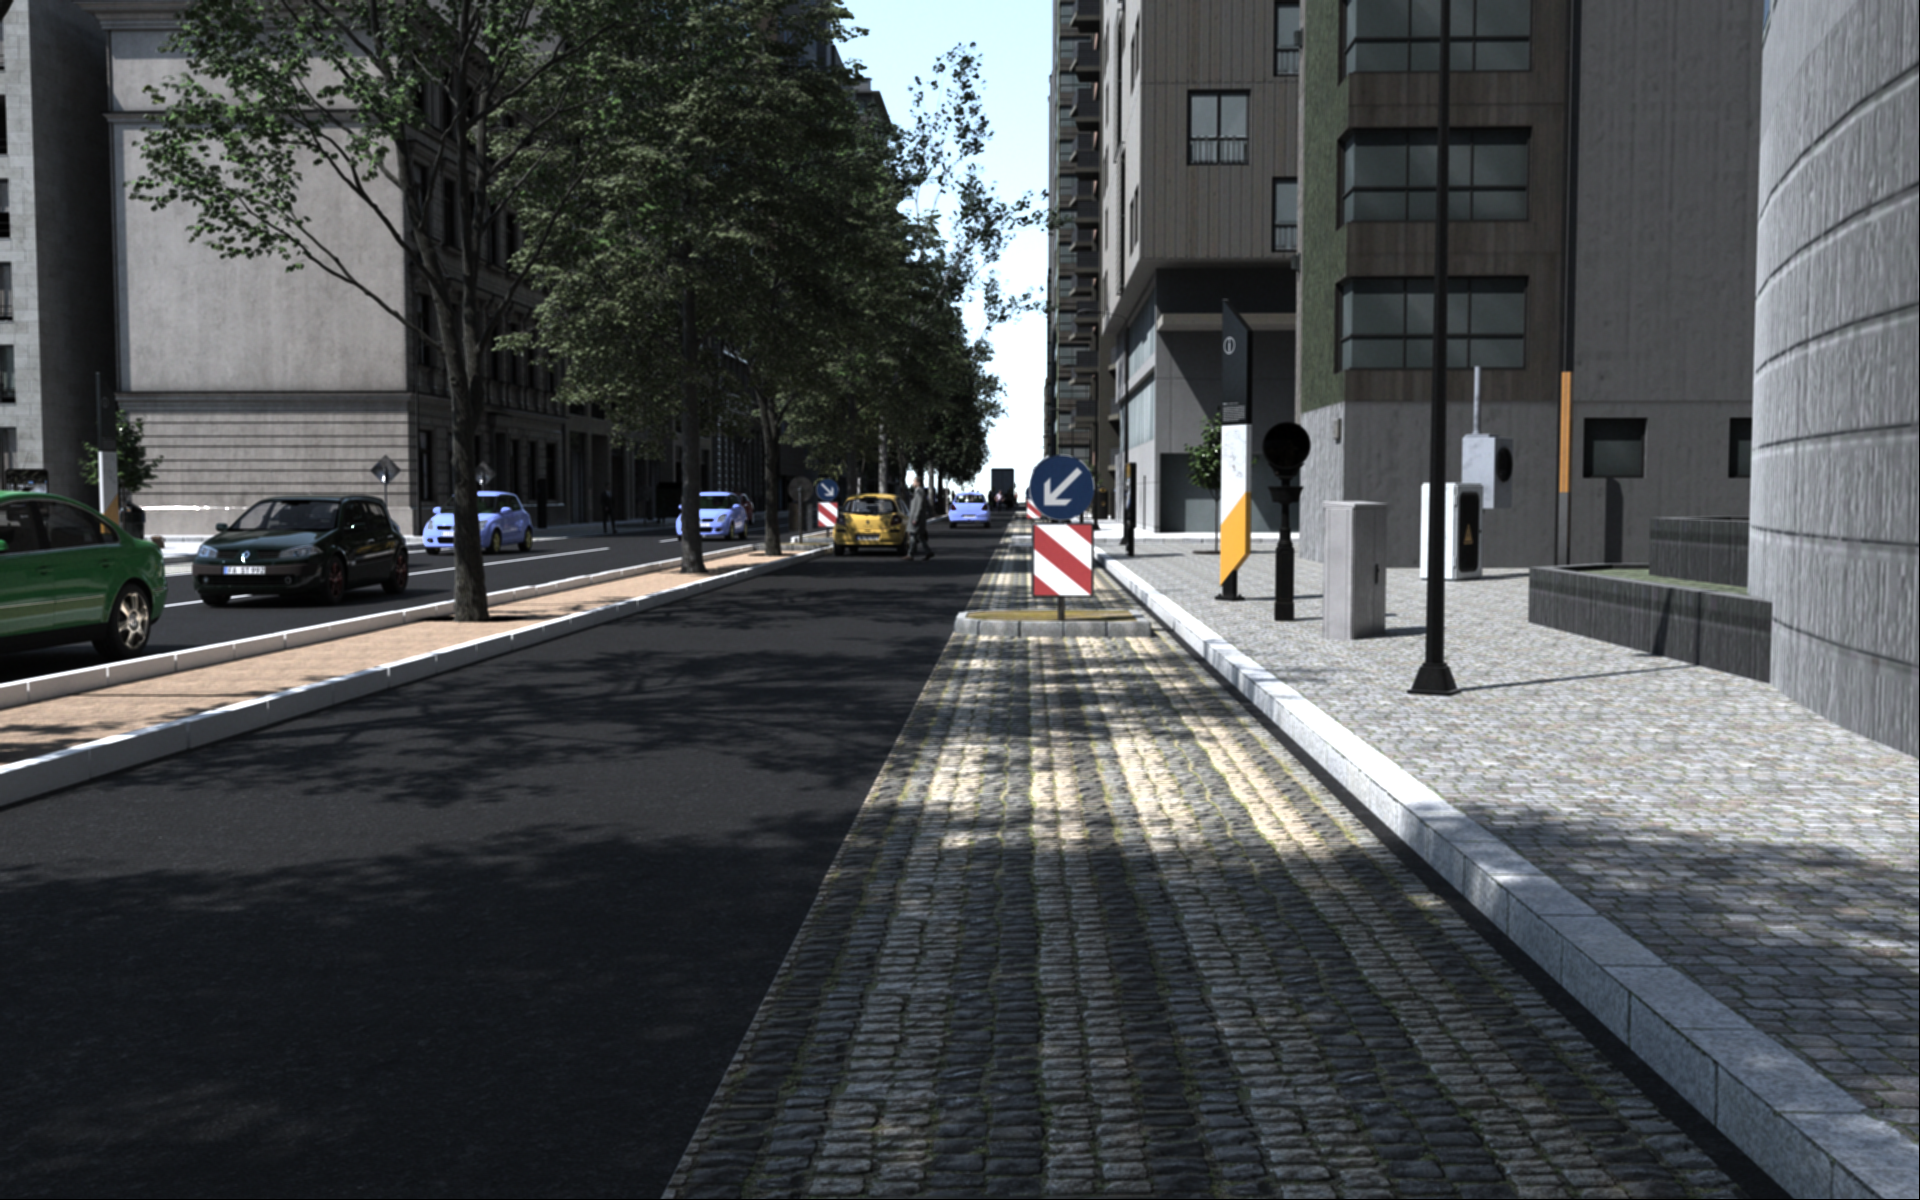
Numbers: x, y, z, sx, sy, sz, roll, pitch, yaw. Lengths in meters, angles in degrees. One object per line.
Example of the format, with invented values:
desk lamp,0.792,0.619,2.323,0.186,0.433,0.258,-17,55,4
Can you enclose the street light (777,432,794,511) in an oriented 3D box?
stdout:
street light,-12.976,-9.556,128.783,1.470,5.913,1.316,0,4,2

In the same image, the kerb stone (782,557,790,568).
kerb stone,-3.488,-0.705,33.796,0.120,0.150,1.000,0,4,2

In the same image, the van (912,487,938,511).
van,-2.847,-8.755,147.526,2.240,2.365,5.245,0,4,2

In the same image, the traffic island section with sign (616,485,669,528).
traffic island section with sign,-13.626,-4.033,74.569,1.989,1.847,2.006,0,4,2

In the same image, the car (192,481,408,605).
car,-8.920,-0.848,23.656,2.009,1.686,4.222,0,4,0

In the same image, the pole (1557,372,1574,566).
pole,10.134,-2.149,28.983,0.158,3.312,0.155,0,3,0

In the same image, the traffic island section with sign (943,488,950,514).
traffic island section with sign,-1.064,-7.259,126.818,2.006,1.907,1.989,0,4,2

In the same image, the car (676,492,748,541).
car,-7.720,-2.717,54.011,1.945,1.707,3.694,0,4,3

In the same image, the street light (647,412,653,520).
street light,-14.642,-6.859,84.689,1.470,5.913,1.316,0,4,2

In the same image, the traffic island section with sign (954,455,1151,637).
traffic island section with sign,0.948,-0.585,18.185,1.989,1.847,2.006,0,4,2

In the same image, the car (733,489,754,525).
car,-10.602,-4.306,79.450,2.155,1.783,4.494,0,4,3

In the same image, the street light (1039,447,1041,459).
street light,7.230,-10.130,138.161,1.470,5.913,1.316,0,4,2

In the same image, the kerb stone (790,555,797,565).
kerb stone,-3.459,-0.768,34.818,0.120,0.150,1.000,0,4,2

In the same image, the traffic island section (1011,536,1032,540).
traffic island section,2.531,-1.807,51.831,2.009,0.180,2.903,0,4,2

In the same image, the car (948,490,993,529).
car,0.431,-3.900,73.362,1.945,1.707,3.694,0,4,2

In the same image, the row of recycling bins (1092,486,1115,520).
row of recycling bins,8.370,-4.887,87.012,3.534,1.692,1.069,1,4,13

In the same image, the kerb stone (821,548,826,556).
kerb stone,-3.265,-1.085,39.928,0.120,0.150,1.000,0,4,2

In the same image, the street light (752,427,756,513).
street light,-13.457,-8.828,116.884,1.470,5.913,1.316,0,4,2

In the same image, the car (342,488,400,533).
car,-12.050,-1.418,32.979,2.009,1.686,4.222,0,4,1

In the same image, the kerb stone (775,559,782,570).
kerb stone,-3.540,-0.642,32.770,0.120,0.150,1.000,0,4,2

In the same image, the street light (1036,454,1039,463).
street light,8.456,-12.099,170.355,1.470,5.913,1.316,0,4,2

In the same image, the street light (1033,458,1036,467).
street light,9.615,-14.079,202.734,1.470,5.913,1.316,0,4,2

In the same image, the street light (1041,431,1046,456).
street light,6.850,-9.432,126.755,1.470,5.913,1.316,0,4,2

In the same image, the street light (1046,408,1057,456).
street light,5.577,-7.433,94.066,1.470,5.913,1.316,0,4,2

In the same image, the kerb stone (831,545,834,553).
kerb stone,-3.184,-1.200,41.981,0.120,0.150,1.000,0,4,2

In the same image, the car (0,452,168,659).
car,-8.120,-0.301,13.721,1.959,1.807,4.718,0,4,2

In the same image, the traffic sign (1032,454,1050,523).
traffic sign,2.207,-2.455,43.775,0.795,2.450,0.064,0,4,2

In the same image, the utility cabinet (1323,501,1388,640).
utility cabinet,3.589,-0.277,15.689,0.306,1.237,1.020,2,4,30

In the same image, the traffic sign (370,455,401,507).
traffic sign,-14.725,-2.495,44.429,0.795,2.450,0.064,0,4,2

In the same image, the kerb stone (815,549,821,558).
kerb stone,-3.302,-1.022,38.906,0.120,0.150,1.000,0,4,2

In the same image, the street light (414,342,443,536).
street light,-15.895,-4.890,52.496,1.470,5.913,1.316,0,4,2

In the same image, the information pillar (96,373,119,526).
information pillar,-16.617,-2.594,33.763,0.183,3.616,0.504,0,4,8

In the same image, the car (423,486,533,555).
car,-11.708,-1.990,42.121,1.945,1.707,3.694,0,4,4

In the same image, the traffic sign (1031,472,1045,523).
traffic sign,2.507,-2.943,51.755,0.795,2.450,0.064,0,4,2

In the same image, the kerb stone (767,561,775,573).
kerb stone,-3.570,-0.584,31.747,0.120,0.150,1.000,0,4,2

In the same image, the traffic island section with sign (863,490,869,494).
traffic island section with sign,-9.691,-10.445,179.399,1.989,1.847,2.006,0,4,2

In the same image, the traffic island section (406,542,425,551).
traffic island section,-14.748,-1.358,44.492,2.009,0.180,2.903,0,4,2

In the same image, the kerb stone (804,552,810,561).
kerb stone,-3.379,-0.897,36.861,0.120,0.150,1.000,0,4,2

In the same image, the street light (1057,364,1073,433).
street light,4.319,-5.464,61.873,1.470,5.913,1.316,0,4,2

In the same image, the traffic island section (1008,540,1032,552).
traffic island section,2.231,-1.319,43.852,2.009,0.180,2.903,0,4,2

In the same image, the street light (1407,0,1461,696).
street light,2.521,-2.354,11.033,1.470,5.913,1.316,0,4,2

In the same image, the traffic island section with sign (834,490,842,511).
traffic island section with sign,-10.716,-8.763,151.905,1.989,1.847,2.006,0,4,2

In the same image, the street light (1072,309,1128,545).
street light,3.656,-4.350,43.669,1.470,5.913,1.316,0,4,2

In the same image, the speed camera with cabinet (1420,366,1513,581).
speed camera with cabinet,7.709,-1.952,26.258,0.660,3.252,2.038,3,5,41

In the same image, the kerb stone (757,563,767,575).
kerb stone,-3.602,-0.522,30.726,0.120,0.150,1.000,0,4,2

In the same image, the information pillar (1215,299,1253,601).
information pillar,3.302,-1.798,20.757,0.183,3.616,0.504,-2,4,-30

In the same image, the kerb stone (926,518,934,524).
kerb stone,-1.512,-3.937,86.573,0.120,0.150,1.000,0,4,2

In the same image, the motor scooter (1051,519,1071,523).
motor scooter,2.035,-1.350,34.855,0.815,1.314,1.986,0,4,3

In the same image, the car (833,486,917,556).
car,-1.987,-1.923,41.669,2.015,1.641,3.980,0,4,4

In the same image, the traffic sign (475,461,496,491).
traffic sign,-14.425,-2.983,52.409,0.795,2.450,0.064,0,4,2

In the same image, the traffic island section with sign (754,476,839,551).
traffic island section with sign,-4.163,-2.214,44.330,2.006,1.907,1.989,0,4,2

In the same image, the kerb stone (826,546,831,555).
kerb stone,-3.226,-1.142,40.950,0.120,0.150,1.000,0,4,2

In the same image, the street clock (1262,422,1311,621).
street clock,3.290,-0.792,17.519,0.471,2.002,0.358,0,4,8

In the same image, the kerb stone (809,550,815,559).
kerb stone,-3.345,-0.956,37.883,0.120,0.150,1.000,0,4,2

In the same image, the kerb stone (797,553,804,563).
kerb stone,-3.414,-0.834,35.839,0.120,0.150,1.000,0,4,2

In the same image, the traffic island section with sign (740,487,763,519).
traffic island section with sign,-12.612,-5.681,101.505,1.989,1.847,2.006,0,4,2
